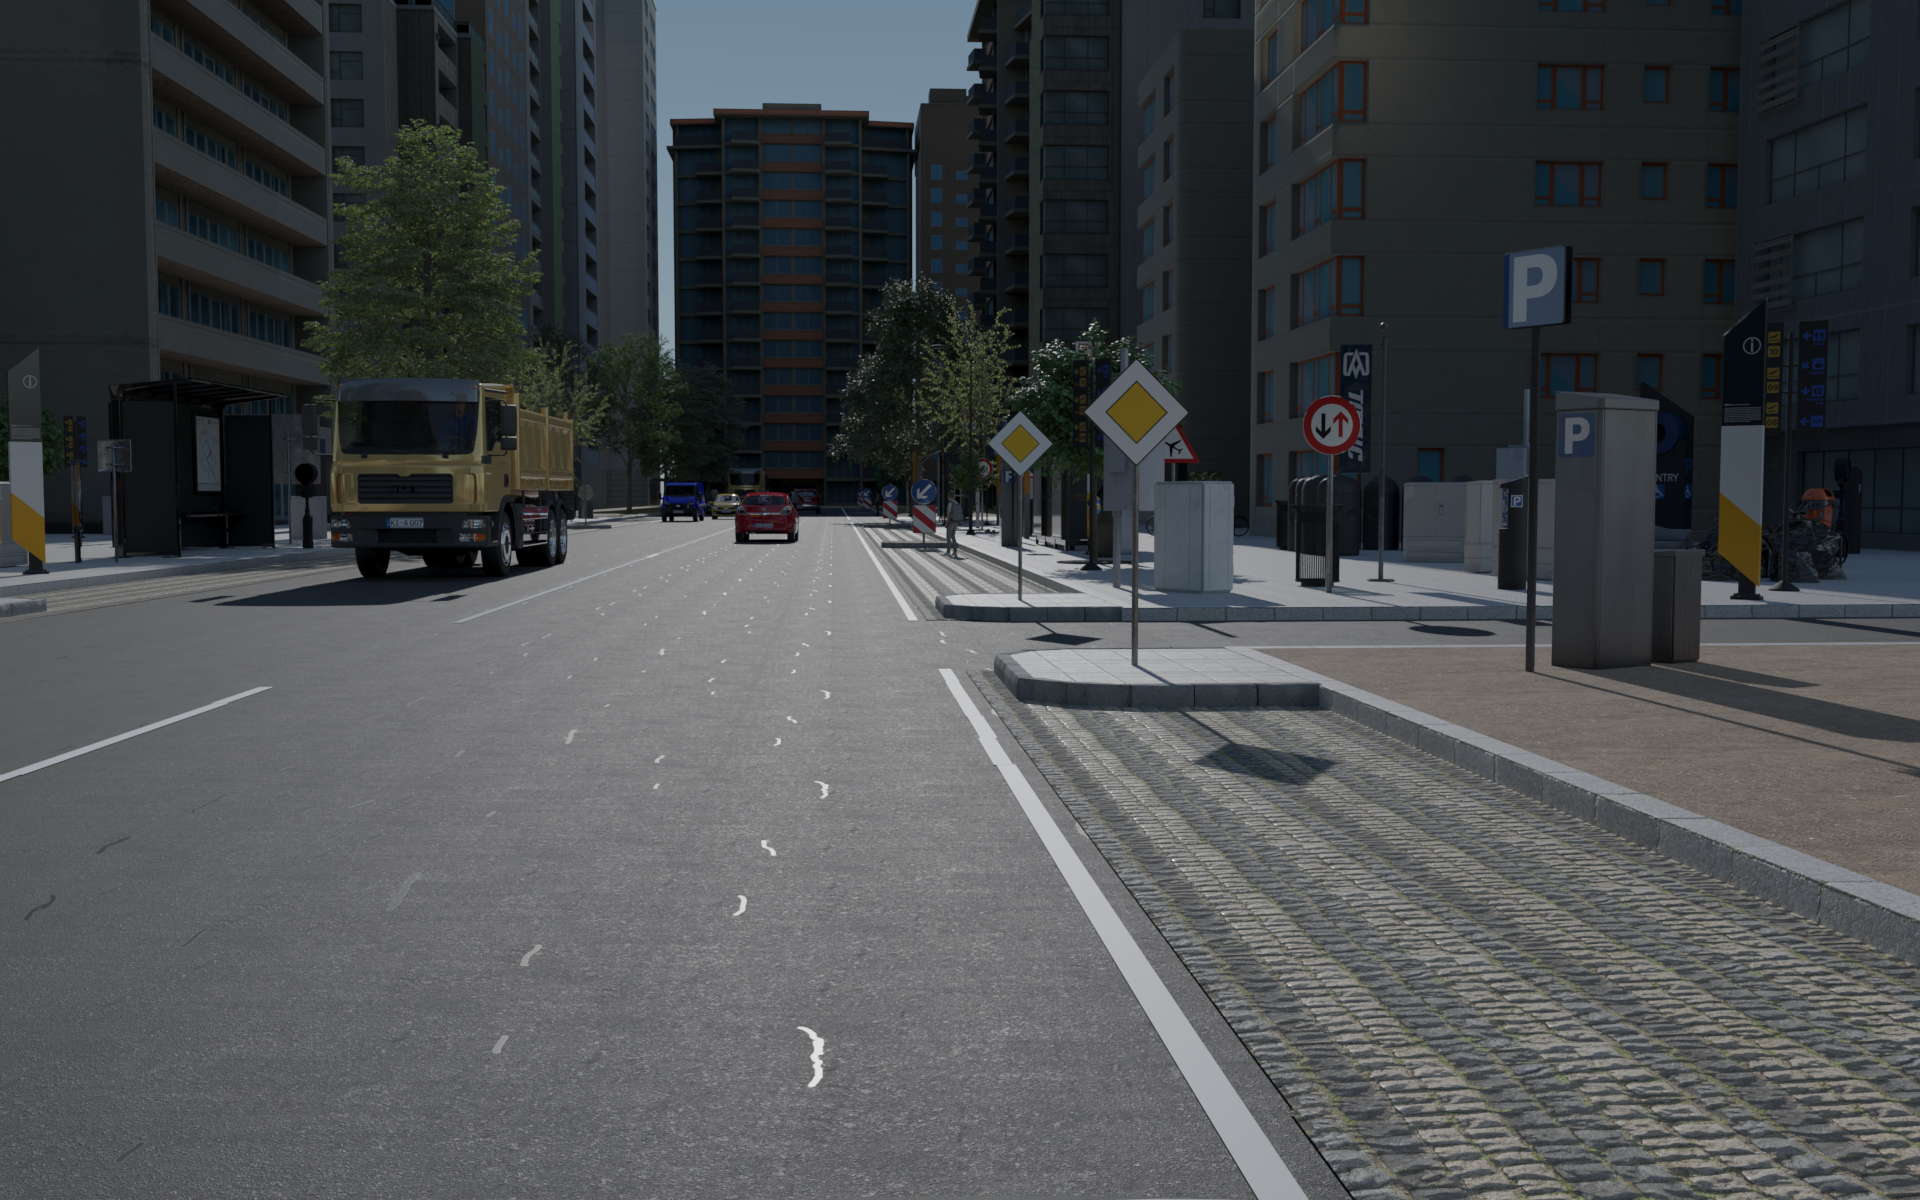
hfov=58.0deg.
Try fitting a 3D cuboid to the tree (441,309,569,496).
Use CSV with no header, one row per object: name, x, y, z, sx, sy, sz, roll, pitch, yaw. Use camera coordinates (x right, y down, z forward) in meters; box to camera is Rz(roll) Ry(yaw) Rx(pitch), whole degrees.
tree,-17.991,-7.088,66.253,4.360,8.622,3.978,0,3,0

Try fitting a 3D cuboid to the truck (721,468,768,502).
truck,-16.291,-8.344,132.346,3.469,3.379,9.791,0,4,-5

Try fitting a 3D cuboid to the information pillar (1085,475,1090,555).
information pillar,2.737,-2.761,36.504,0.183,3.616,0.504,0,4,7

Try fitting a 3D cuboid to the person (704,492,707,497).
person,-21.564,-8.290,144.846,0.742,1.727,0.445,-3,4,-37

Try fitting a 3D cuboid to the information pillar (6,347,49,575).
information pillar,-14.866,-2.216,27.588,0.504,3.616,0.183,-3,5,-45

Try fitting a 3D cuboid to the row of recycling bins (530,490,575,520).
row of recycling bins,-21.024,-4.845,86.335,3.534,1.692,1.069,-1,4,-18

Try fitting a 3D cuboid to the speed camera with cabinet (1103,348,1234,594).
speed camera with cabinet,2.773,-1.761,23.125,0.660,3.252,2.038,-2,4,-34

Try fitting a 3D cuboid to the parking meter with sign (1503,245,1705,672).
parking meter with sign,4.824,-1.015,12.862,1.738,3.016,0.543,-2,4,-31

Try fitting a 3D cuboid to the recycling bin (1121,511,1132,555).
recycling bin,3.416,-1.487,36.860,0.722,1.027,0.722,0,4,2

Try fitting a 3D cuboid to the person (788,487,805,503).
person,-9.984,-5.855,103.863,1.348,1.869,0.705,0,4,-6

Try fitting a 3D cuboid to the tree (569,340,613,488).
tree,-18.865,-8.040,81.821,4.360,8.622,3.978,0,3,0

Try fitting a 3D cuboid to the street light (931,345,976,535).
street light,-0.202,-4.986,54.056,1.470,5.913,1.316,0,4,-4

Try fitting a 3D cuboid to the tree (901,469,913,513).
tree,-3.104,-7.631,119.366,1.663,3.219,1.824,0,3,0

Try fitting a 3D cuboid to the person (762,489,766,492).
person,-10.883,-5.327,96.527,0.756,1.711,0.436,-1,4,-12

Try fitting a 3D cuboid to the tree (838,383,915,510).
tree,-6.125,-13.234,142.131,9.928,11.665,9.643,0,3,0

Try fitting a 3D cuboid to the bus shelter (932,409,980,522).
bus shelter,-0.090,-6.223,79.374,2.179,5.291,8.768,0,4,-4

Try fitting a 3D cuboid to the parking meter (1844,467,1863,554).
parking meter,19.142,-1.921,37.126,0.255,1.863,0.399,3,5,44

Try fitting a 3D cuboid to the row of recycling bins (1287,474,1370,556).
row of recycling bins,7.795,-1.854,37.419,1.069,1.692,3.534,0,4,-2

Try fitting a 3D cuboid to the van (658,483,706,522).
van,-14.644,-5.337,91.636,2.240,2.365,5.245,0,4,-3

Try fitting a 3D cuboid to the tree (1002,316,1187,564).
tree,2.490,-2.965,32.194,4.285,4.588,4.351,0,3,0

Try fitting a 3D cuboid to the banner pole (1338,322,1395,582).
banner pole,5.963,-2.165,25.414,0.863,3.779,0.401,1,4,12

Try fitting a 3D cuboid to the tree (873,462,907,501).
tree,-6.268,-10.526,155.806,4.285,4.588,4.351,0,3,0

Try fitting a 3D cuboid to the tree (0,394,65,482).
tree,-28.864,-4.225,52.788,4.285,4.588,4.351,0,3,0

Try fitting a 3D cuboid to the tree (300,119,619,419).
tree,-16.055,-8.240,52.858,7.486,12.596,7.792,0,3,0

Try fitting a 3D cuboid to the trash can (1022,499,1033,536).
trash can,2.009,-2.558,53.477,0.748,1.137,0.748,0,3,0

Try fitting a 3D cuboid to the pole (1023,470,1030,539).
pole,1.910,-3.415,49.672,0.158,3.312,0.155,0,3,0

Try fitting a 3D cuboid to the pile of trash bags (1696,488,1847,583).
pile of trash bags,12.598,-1.024,26.488,1.912,1.369,3.447,3,5,44

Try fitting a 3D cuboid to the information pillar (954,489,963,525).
information pillar,-0.050,-4.102,71.567,0.304,2.012,0.304,1,4,19

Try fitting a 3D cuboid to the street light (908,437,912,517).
street light,-3.256,-7.545,95.908,1.470,5.913,1.316,0,4,-4

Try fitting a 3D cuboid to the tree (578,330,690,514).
tree,-20.851,-11.230,109.372,9.928,11.665,9.643,0,3,0

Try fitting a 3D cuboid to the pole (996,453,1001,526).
pole,1.580,-4.679,70.342,0.158,3.312,0.155,0,3,0

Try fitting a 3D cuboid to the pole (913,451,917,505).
pole,-2.162,-5.448,82.919,0.158,3.312,0.155,0,3,0

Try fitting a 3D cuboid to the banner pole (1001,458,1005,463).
banner pole,1.873,-5.070,72.905,0.401,3.779,0.863,-1,4,-22

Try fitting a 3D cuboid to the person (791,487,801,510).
person,-9.747,-5.762,102.701,0.705,1.826,1.348,1,4,14

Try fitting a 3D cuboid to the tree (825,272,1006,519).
tree,-2.211,-10.558,89.631,9.611,12.733,9.660,0,3,0

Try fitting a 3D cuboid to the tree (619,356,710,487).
tree,-24.612,-13.714,142.357,7.486,12.596,7.792,0,3,0

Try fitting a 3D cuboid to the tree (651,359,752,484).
tree,-24.841,-15.734,163.903,9.857,13.997,8.962,0,3,0

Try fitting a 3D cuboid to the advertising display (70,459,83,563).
advertising display,-16.555,-1.668,32.481,0.123,1.923,0.974,-1,4,-23

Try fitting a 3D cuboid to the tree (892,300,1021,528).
tree,0.516,-6.993,64.694,4.360,8.622,3.978,0,3,0

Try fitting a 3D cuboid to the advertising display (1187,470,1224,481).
advertising display,6.648,-2.552,46.940,0.974,1.923,0.123,1,4,12

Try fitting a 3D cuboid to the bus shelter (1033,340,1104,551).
bus shelter,2.838,-3.996,42.971,2.179,5.291,8.768,0,4,-4

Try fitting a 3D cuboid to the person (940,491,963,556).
person,-0.200,-1.763,39.923,0.523,1.515,0.503,0,4,-2

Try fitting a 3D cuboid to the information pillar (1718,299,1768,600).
information pillar,9.504,-1.814,21.006,0.504,3.616,0.183,3,4,38

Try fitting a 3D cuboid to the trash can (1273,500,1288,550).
trash can,7.574,-1.721,39.784,0.748,1.137,0.748,0,3,0

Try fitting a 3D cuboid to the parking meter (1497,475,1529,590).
parking meter,7.428,-0.909,23.270,0.372,1.533,0.369,0,3,0

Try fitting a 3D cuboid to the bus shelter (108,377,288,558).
bus shelter,-16.468,-2.847,37.824,1.731,3.624,6.357,0,4,-4

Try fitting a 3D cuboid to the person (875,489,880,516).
person,-5.423,-6.305,112.305,0.721,1.735,1.217,0,4,-7

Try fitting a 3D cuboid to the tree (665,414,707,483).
tree,-24.952,-12.571,155.893,4.360,8.622,3.978,0,3,0

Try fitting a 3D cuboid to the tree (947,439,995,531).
tree,0.443,-4.026,60.430,1.663,3.219,1.824,0,3,0

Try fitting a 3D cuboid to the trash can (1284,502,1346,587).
trash can,4.983,-0.762,24.119,0.748,1.137,0.748,0,3,0

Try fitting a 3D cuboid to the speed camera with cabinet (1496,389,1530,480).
speed camera with cabinet,10.960,-2.391,33.433,0.660,3.252,2.038,3,4,37

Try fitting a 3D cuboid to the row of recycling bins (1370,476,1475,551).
row of recycling bins,10.082,-1.980,39.482,3.534,1.692,1.069,2,4,30

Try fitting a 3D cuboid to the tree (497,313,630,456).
tree,-20.625,-9.511,89.911,7.601,10.594,8.767,0,4,6

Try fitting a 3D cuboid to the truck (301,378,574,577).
truck,-9.214,-2.208,32.021,3.469,3.379,9.791,0,4,-3

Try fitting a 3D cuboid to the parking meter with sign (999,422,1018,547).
parking meter with sign,1.218,-2.830,42.526,0.543,3.016,1.738,0,4,-4
